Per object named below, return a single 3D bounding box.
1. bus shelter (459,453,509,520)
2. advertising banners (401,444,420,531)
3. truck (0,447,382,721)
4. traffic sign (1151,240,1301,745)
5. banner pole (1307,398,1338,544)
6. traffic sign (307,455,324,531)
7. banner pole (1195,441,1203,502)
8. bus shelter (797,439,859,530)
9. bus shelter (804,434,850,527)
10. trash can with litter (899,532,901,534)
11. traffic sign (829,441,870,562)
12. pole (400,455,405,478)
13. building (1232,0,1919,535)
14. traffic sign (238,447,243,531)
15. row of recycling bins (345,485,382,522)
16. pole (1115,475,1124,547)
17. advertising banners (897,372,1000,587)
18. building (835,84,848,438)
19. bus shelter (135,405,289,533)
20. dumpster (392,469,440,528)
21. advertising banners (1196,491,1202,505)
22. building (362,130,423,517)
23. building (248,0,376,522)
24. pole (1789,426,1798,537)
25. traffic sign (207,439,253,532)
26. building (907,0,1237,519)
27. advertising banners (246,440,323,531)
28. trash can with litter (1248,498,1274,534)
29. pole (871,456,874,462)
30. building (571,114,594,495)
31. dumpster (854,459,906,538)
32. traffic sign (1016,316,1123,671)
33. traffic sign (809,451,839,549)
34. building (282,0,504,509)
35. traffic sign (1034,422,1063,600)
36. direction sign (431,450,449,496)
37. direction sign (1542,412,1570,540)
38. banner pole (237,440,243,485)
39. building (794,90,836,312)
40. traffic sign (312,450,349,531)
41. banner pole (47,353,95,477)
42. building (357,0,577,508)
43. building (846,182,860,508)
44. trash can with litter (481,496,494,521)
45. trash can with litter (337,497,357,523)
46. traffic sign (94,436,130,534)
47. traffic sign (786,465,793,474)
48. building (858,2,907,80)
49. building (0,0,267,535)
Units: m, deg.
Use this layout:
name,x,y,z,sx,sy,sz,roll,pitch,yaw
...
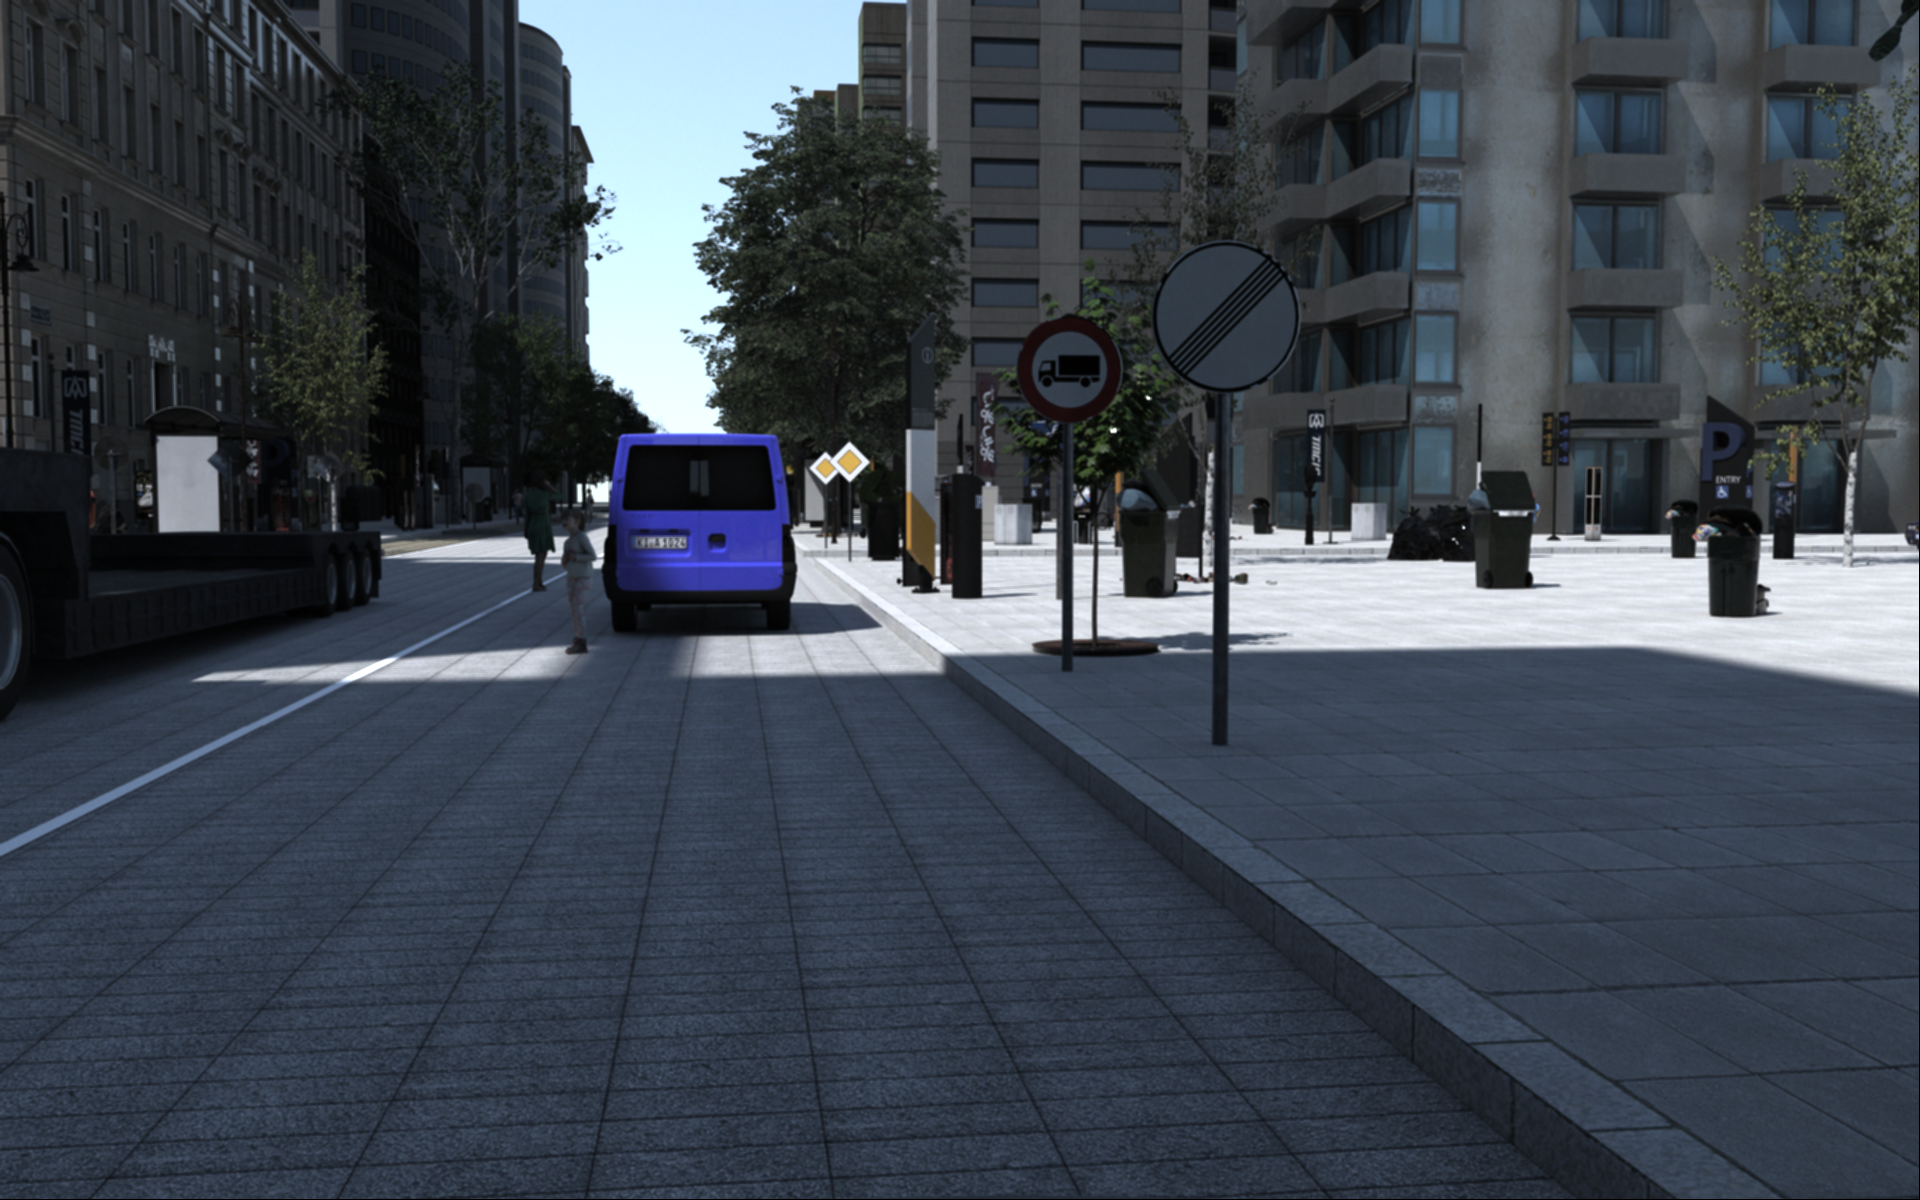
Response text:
name,x,y,z,sx,sy,sz,roll,pitch,yaw
bus shelter,-24.479,-5.804,88.816,2.014,3.302,5.546,0,4,-8
advertising banners,-19.164,-3.934,60.511,0.090,3.025,2.074,0,3,0
truck,-7.566,-1.452,13.496,2.967,4.110,18.799,0,4,-8
traffic sign,1.332,-0.532,8.800,0.768,2.556,0.104,0,4,-6
banner pole,9.424,-3.366,45.054,0.863,3.779,0.401,1,4,14
traffic sign,-16.746,-2.642,45.321,0.606,2.300,0.079,0,4,-6
banner pole,11.243,-5.651,82.407,0.863,3.779,0.401,0,4,-7
bus shelter,-4.889,-4.282,63.939,2.014,3.302,5.546,0,4,-8
bus shelter,-5.450,-4.867,70.866,1.731,3.624,6.357,0,4,-8
trash can with litter,-1.820,-2.586,53.674,1.055,1.170,0.624,1,4,11
traffic sign,-2.090,-1.784,32.806,0.795,2.450,0.064,0,4,-8
pole,-29.578,-5.993,91.824,0.158,3.312,0.155,0,3,0
building,25.483,-27.178,63.968,30.456,49.044,23.786,0,4,-8
traffic sign,-19.622,-2.879,47.180,0.768,2.556,0.104,0,4,2
row of recycling bins,-28.144,-4.572,81.861,1.069,1.692,3.534,0,4,-2
pole,3.835,-2.922,41.611,0.158,3.312,0.155,0,3,0
advertising banners,-0.119,-1.736,24.566,0.090,3.025,2.074,3,5,44
building,-5.809,-30.178,177.003,14.154,41.232,14.086,0,4,-8
bus shelter,-18.121,-2.959,42.305,2.014,3.302,5.546,0,4,-7
dumpster,-20.705,-3.879,65.917,1.502,2.255,1.985,0,4,-8
advertising banners,10.566,-5.004,78.003,0.090,3.025,2.074,2,4,25
building,-39.510,-16.658,102.044,12.332,23.373,15.834,0,4,-8
building,-36.288,-17.386,81.523,12.463,27.353,25.104,0,4,-8
pole,24.926,-3.548,51.847,0.158,3.312,0.155,0,3,0
traffic sign,-13.188,-1.694,31.339,0.795,2.450,0.064,0,4,-8
building,7.378,-34.235,101.736,21.231,58.520,28.212,0,4,-8
advertising banners,-18.151,-3.069,46.362,2.074,3.025,0.090,-3,4,-36
trash can with litter,9.737,-2.719,55.851,0.624,1.170,1.055,2,4,27
pole,-4.664,-6.018,92.241,0.158,3.312,0.155,0,3,0
building,-66.263,-39.917,241.873,28.713,52.752,27.495,0,4,-8
dumpster,-2.210,-2.875,49.499,1.502,2.255,1.985,0,4,-8
traffic sign,0.779,-0.757,12.483,0.768,2.556,0.104,0,4,-5
traffic sign,-3.155,-2.268,40.720,0.795,2.450,0.064,0,4,-8
building,-50.958,-37.333,152.388,21.231,58.520,28.212,0,4,-8
traffic sign,1.212,-1.276,20.974,0.768,2.556,0.104,0,4,1
direction sign,-26.794,-5.954,89.345,0.876,3.537,0.379,-2,4,-26
direction sign,16.484,-3.424,47.979,0.379,3.537,0.876,-2,4,-34
banner pole,-22.935,-3.998,55.387,0.863,3.779,0.401,3,5,40
building,-14.174,-43.940,260.420,21.231,58.520,28.212,0,4,-8
traffic sign,-14.253,-2.178,39.253,0.795,2.450,0.064,0,4,-8
banner pole,-15.853,-2.494,30.788,0.863,3.779,0.401,-1,4,-10
building,-59.789,-41.132,214.514,21.231,58.520,28.212,0,4,-8
building,-3.791,-23.952,163.311,14.160,30.474,14.107,0,4,-8
trash can with litter,-22.434,-4.285,81.440,1.055,1.170,0.624,2,4,31
trash can with litter,-27.582,-4.069,77.915,1.055,1.170,0.624,-1,4,-22
traffic sign,-18.605,-2.319,38.019,0.768,2.556,0.104,0,4,-4
traffic sign,-11.910,-7.309,113.368,2.265,3.308,0.079,0,4,1
building,-1.803,-28.468,149.053,14.154,41.232,14.086,0,4,-8
building,-32.177,-15.853,56.466,12.463,27.353,25.104,0,4,-8
